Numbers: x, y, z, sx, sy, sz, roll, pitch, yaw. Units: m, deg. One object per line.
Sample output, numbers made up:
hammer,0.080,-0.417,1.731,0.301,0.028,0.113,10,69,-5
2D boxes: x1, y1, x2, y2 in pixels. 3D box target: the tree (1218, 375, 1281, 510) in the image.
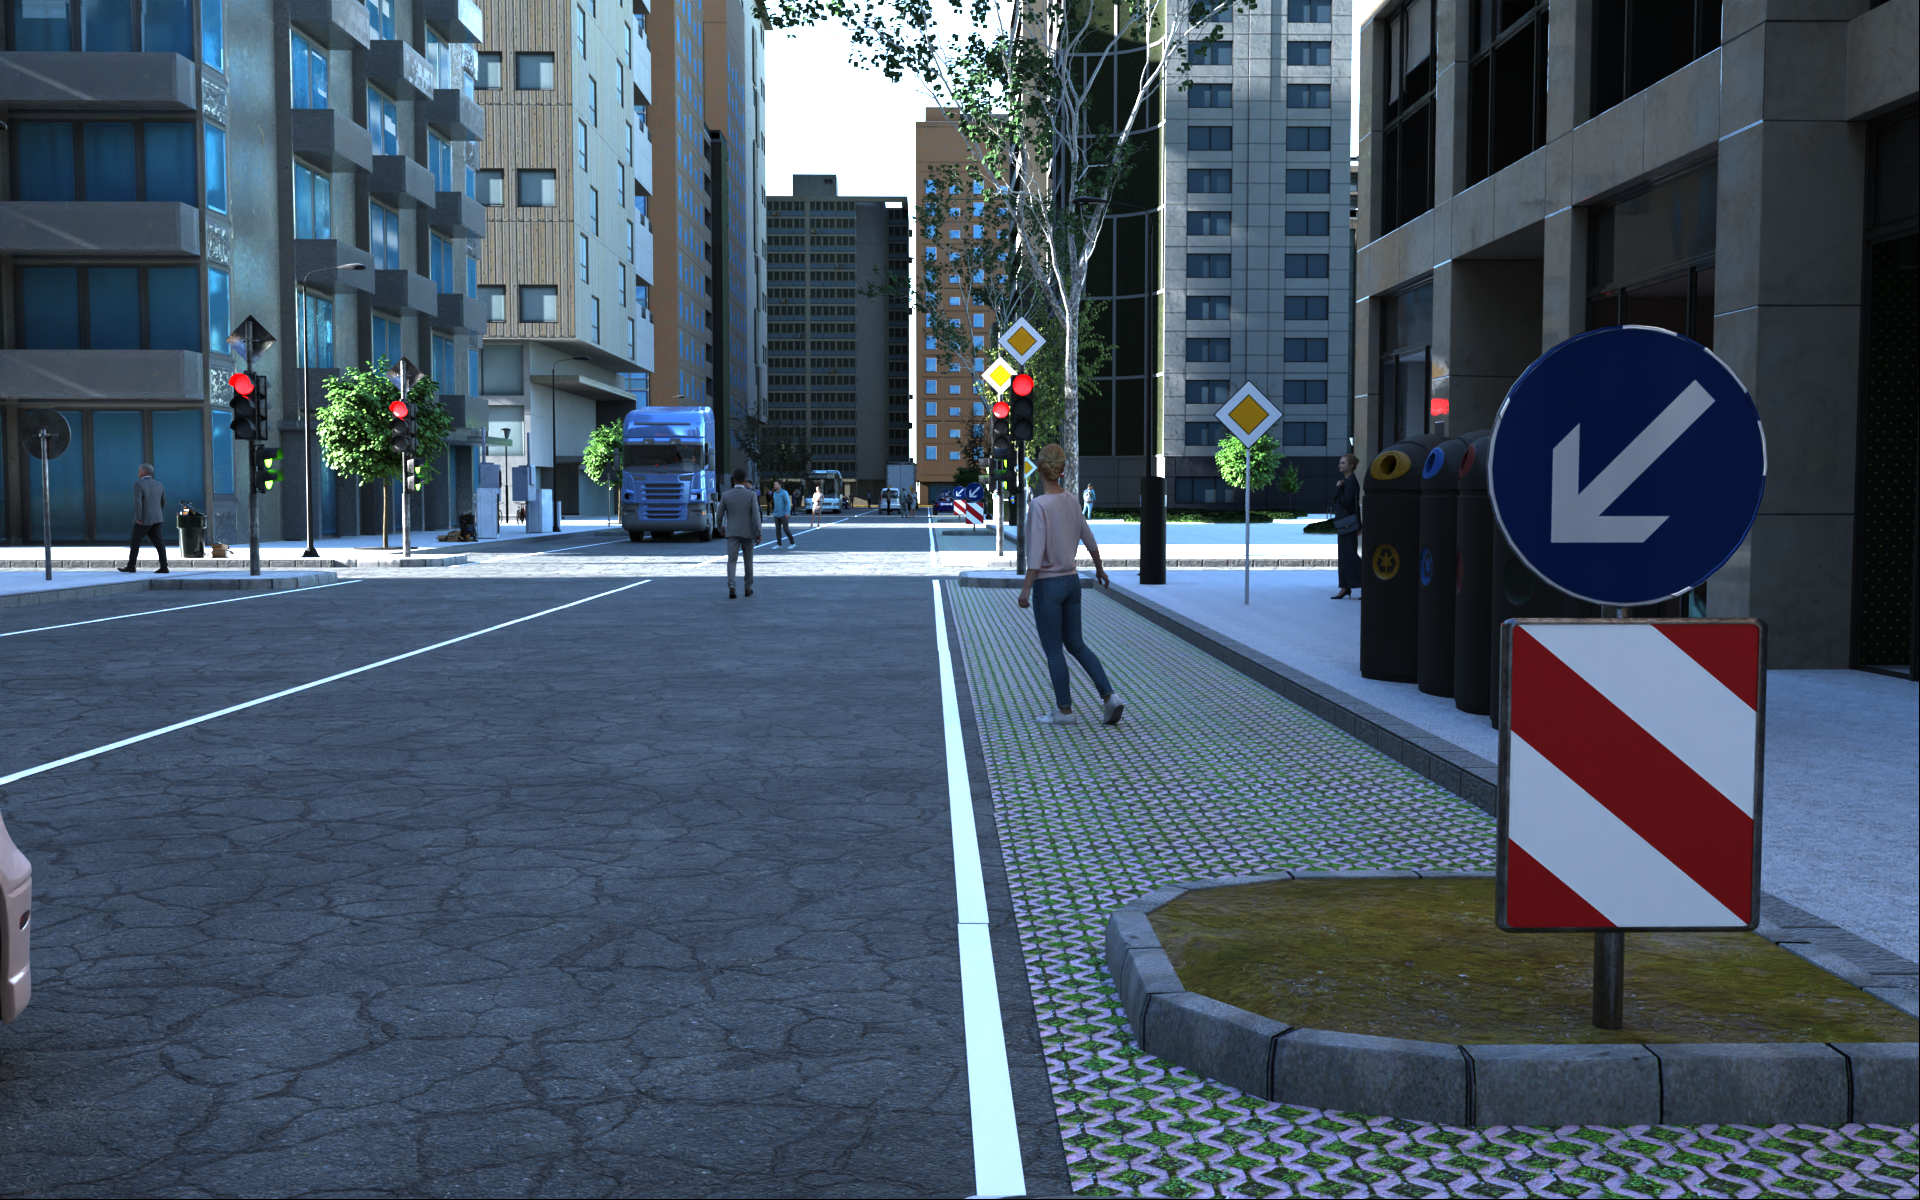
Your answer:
tree,17.954,-9.657,108.249,4.360,8.622,3.978,0,3,0

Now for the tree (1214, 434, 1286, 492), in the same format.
tree,13.540,-5.941,80.850,4.285,4.588,4.351,0,3,0

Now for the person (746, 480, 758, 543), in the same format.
person,-6.220,-2.629,51.296,0.447,1.846,0.655,-1,4,-17

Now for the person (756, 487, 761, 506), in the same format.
person,-15.424,-7.676,131.414,0.709,1.838,0.599,-1,4,-23

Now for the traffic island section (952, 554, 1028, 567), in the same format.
traffic island section,0.845,-0.811,35.546,2.009,0.180,2.903,0,4,-1

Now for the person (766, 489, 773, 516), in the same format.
person,-12.457,-6.384,113.405,0.721,1.766,1.217,-1,4,-22

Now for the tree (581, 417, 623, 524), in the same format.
tree,-14.497,-5.504,73.705,4.285,4.588,4.351,0,3,0

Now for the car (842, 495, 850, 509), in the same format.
car,-11.315,-9.190,162.836,1.945,1.354,3.894,0,4,0

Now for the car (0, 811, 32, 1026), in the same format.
car,-3.094,0.618,2.258,2.083,1.381,4.827,0,4,-2

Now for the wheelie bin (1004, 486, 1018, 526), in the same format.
wheelie bin,2.318,-3.808,70.163,0.693,1.594,0.980,1,4,10

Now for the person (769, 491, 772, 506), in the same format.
person,-20.395,-10.959,185.084,0.599,1.838,0.709,3,4,38

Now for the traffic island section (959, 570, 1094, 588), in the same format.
traffic island section,0.997,-0.323,27.563,2.009,0.180,2.903,0,4,-1

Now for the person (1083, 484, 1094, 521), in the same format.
person,6.124,-4.665,82.665,0.623,1.781,0.721,2,4,34

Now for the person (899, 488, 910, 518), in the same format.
person,-3.406,-5.902,105.103,0.635,1.810,0.391,2,4,23

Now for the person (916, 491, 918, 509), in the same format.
person,-4.237,-9.666,167.339,0.445,1.727,0.742,0,4,-3

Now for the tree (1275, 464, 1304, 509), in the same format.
tree,19.453,-6.533,101.418,1.663,3.219,1.824,0,3,0

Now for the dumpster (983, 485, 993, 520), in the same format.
dumpster,1.909,-5.163,86.903,1.502,2.255,1.985,0,4,-1

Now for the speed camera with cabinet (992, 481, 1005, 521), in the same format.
speed camera with cabinet,1.923,-5.482,83.967,0.660,3.252,2.038,0,4,-4

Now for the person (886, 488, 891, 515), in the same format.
person,-4.872,-6.760,119.043,0.705,1.823,1.348,0,4,-3

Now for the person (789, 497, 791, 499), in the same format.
person,-18.187,-10.513,181.147,0.991,1.433,0.599,0,4,-4

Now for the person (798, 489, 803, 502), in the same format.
person,-15.778,-10.060,170.977,0.683,1.767,0.568,1,4,10

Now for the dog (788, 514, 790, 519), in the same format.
dog,-10.109,-5.120,100.544,0.513,0.831,0.800,1,4,12

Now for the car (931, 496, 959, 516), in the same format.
car,-0.934,-6.296,115.525,1.945,1.354,3.894,0,4,-2

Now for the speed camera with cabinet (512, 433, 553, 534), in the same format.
speed camera with cabinet,-13.966,-3.805,56.548,0.660,3.252,2.038,1,4,9

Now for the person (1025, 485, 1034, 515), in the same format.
person,3.047,-4.381,77.781,0.679,1.850,0.850,3,4,39

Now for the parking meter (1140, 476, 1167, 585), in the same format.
parking meter,2.753,-0.995,24.679,0.372,1.533,0.369,0,3,0

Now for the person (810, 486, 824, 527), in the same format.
person,-6.146,-4.016,74.510,0.599,1.781,0.374,0,4,1

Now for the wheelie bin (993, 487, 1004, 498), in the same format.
wheelie bin,2.020,-4.380,79.515,0.980,1.594,0.693,0,4,6

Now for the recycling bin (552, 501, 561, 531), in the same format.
recycling bin,-14.228,-2.910,60.135,0.722,1.027,0.722,-1,4,-10

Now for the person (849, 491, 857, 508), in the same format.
person,-11.349,-10.680,183.651,0.617,1.759,0.750,3,5,41

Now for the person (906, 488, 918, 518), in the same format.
person,-2.889,-5.841,104.361,0.716,1.782,0.532,-1,4,-17

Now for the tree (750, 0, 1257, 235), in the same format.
tree,1.494,-11.513,44.133,12.611,20.169,13.585,0,3,0

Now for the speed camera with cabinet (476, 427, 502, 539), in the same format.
speed camera with cabinet,-13.683,-3.424,50.317,0.660,3.252,2.038,-1,4,-11

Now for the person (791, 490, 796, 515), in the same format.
person,-11.118,-6.515,115.946,0.530,1.710,0.541,0,4,6

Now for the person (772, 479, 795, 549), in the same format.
person,-4.604,-2.243,45.185,0.660,1.820,0.620,3,5,41

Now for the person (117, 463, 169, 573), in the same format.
person,-13.226,-1.322,28.059,0.834,1.777,0.661,1,4,11

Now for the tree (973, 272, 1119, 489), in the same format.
tree,2.927,-6.465,56.061,4.737,8.622,4.395,0,3,0

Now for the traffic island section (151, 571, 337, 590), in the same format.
traffic island section,-11.142,-0.309,27.337,2.009,0.180,2.903,0,4,-1

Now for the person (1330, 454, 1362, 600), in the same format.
person,4.779,-0.894,21.088,0.534,1.772,0.576,0,4,-3

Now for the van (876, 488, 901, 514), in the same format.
van,-5.051,-7.227,125.179,2.013,2.044,4.112,0,4,-3

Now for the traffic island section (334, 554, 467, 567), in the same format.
traffic island section,-11.294,-0.798,35.320,2.009,0.180,2.903,0,4,-1

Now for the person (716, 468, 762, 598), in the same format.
person,-3.061,-0.931,23.998,0.678,1.792,0.850,0,4,1

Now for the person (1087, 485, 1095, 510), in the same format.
person,7.356,-5.683,98.820,0.638,1.841,0.748,2,4,27

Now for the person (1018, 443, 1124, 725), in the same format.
person,0.745,-0.093,10.689,0.598,1.740,0.731,2,4,29

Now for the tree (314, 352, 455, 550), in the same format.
tree,-13.381,-3.454,40.189,4.285,4.588,4.351,0,3,0

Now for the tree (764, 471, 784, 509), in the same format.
tree,-15.698,-9.360,147.629,1.663,3.219,1.824,0,3,0

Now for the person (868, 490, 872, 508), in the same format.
person,-9.520,-10.663,182.827,0.705,1.826,1.348,0,4,4

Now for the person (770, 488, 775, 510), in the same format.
person,-15.462,-8.341,142.975,0.434,1.755,0.990,-1,4,-20
